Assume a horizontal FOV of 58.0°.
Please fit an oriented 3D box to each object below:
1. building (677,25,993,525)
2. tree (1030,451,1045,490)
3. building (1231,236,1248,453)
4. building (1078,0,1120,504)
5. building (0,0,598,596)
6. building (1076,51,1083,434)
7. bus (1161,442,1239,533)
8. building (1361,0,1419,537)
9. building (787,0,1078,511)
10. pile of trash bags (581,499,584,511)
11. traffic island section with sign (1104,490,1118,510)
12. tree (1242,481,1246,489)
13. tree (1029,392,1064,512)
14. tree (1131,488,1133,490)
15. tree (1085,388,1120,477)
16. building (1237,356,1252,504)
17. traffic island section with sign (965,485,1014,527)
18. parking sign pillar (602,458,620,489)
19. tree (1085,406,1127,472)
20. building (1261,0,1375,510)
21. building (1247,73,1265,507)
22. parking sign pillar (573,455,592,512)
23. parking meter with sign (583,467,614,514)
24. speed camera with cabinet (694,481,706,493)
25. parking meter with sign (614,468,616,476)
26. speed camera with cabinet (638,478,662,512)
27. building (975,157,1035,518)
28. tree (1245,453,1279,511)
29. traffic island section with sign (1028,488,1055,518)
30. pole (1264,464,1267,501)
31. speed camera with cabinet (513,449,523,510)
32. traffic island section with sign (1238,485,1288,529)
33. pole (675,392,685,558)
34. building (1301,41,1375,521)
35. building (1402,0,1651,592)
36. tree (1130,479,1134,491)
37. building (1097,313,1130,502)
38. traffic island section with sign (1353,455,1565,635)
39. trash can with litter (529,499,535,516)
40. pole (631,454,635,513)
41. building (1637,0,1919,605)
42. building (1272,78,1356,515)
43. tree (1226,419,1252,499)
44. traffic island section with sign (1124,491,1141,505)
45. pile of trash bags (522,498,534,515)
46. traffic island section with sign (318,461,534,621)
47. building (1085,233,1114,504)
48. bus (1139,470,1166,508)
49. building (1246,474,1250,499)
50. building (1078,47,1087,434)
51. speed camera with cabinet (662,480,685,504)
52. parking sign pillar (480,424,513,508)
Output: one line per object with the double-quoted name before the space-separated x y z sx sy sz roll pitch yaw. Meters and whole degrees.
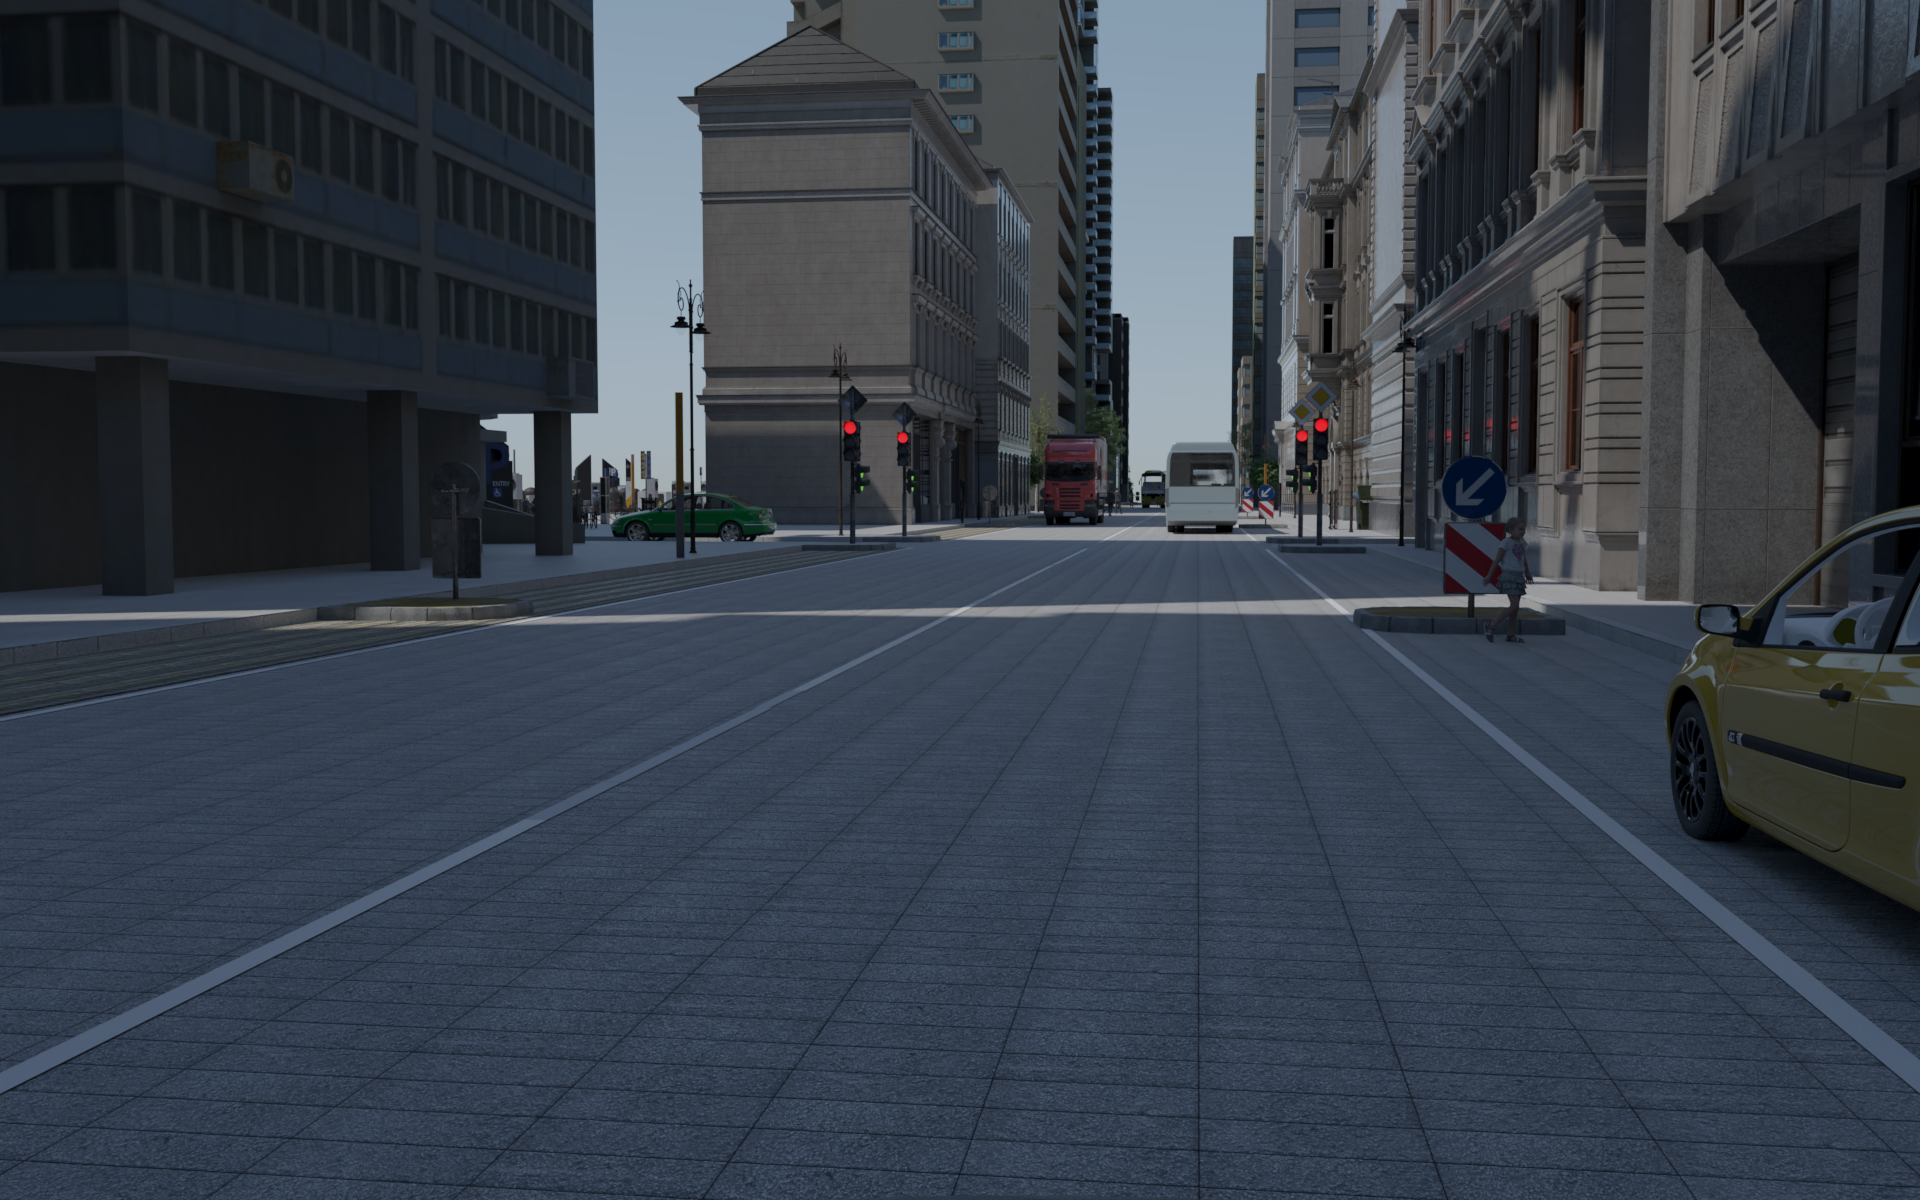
"building" -6.204 -13.575 72.861 10.553 20.767 40.483 0 4 8
"tree" 4.136 -8.012 114.711 4.285 4.588 4.351 0 3 0
"building" 50.174 -36.157 274.768 14.154 41.232 14.086 0 4 8
"building" 12.205 -57.276 249.129 22.319 86.520 31.000 0 4 8
"building" -20.055 -20.755 31.228 23.993 40.220 32.217 0 4 8
"building" 3.513 -28.905 156.185 14.154 41.232 14.086 0 4 8
"bus" 9.332 -4.454 67.680 2.948 3.499 13.247 0 4 7
"building" 22.827 -13.769 54.008 19.941 23.489 11.050 0 4 8
"building" -1.971 -31.501 138.736 21.300 48.544 21.600 0 4 8
"pile of trash bags" -22.057 -5.339 97.047 1.912 1.369 3.447 -1 4 -17
"traffic island section with sign" 15.527 -10.379 178.322 1.989 1.847 2.006 0 4 8
"tree" 35.844 -13.475 214.909 1.663 3.219 1.824 0 3 0
"tree" 5.525 -10.698 125.268 4.737 8.622 4.395 0 3 0
"tree" 27.876 -17.839 286.272 1.663 3.219 1.824 0 3 0
"tree" 13.087 -16.244 183.714 7.486 12.596 7.792 0 3 0
"building" 51.033 -23.510 229.428 27.650 21.520 28.899 0 4 8
"traffic island section with sign" 1.302 -4.042 74.719 1.989 1.847 2.006 0 4 8
"parking sign pillar" -26.355 -8.706 130.820 1.447 3.967 1.447 -3 5 -43
"tree" 16.061 -16.982 203.405 9.928 11.665 9.643 0 3 0
"building" 36.824 -37.128 149.035 21.231 58.520 28.212 0 4 8
"building" 35.996 -29.810 170.982 14.154 41.232 14.086 0 4 8
"parking sign pillar" -25.740 -7.927 118.081 1.447 3.967 1.447 2 4 35
"parking meter with sign" -23.652 -7.130 112.835 1.738 3.016 0.543 0 4 2
"speed camera with cabinet" -17.861 -7.637 119.207 2.038 3.252 0.660 3 5 43
"parking meter with sign" -23.883 -7.339 116.247 1.738 3.016 0.543 2 4 33
"speed camera with cabinet" -17.301 -6.226 96.131 0.660 3.252 2.038 0 4 7
"building" -1.334 -15.451 101.782 9.793 20.994 18.267 0 4 8
"tree" 23.887 -9.269 135.262 4.285 4.588 4.351 0 3 0
"traffic island section with sign" 5.061 -5.720 102.141 1.989 1.847 2.006 0 4 8
"pole" 20.553 -7.506 116.563 0.158 3.312 0.155 0 3 0
"speed camera with cabinet" -20.404 -5.029 76.564 2.038 3.252 0.660 1 4 13
"traffic island section with sign" 12.712 -3.921 72.738 1.989 1.847 2.006 0 4 8
"pole" -5.630 -2.503 34.771 0.158 3.312 0.155 0 3 0
"building" 24.556 -16.349 86.394 14.460 24.649 34.723 0 4 8
"building" 14.639 -11.921 31.071 11.583 22.565 21.152 0 4 8
"tree" 26.745 -18.275 282.505 4.285 4.588 4.351 0 3 0
"building" 19.350 -30.656 272.930 14.160 30.474 14.107 0 4 8
"traffic island section with sign" 5.295 -0.612 18.636 1.989 1.847 2.006 0 4 8
"trash can with litter" -14.250 -2.926 59.235 0.624 1.170 1.055 1 4 11
"pole" -16.737 -5.796 88.600 0.158 3.312 0.155 0 3 0
"building" 12.866 -11.726 9.741 12.078 24.808 19.932 0 4 8
"building" 27.980 -20.075 114.136 13.634 28.700 20.117 0 4 8
"tree" 34.550 -16.808 209.226 7.601 10.594 8.767 1 4 8
"traffic island section with sign" 23.087 -13.746 233.368 1.989 1.847 2.006 0 4 8
"pile of trash bags" -21.933 -4.722 86.955 1.912 1.369 3.447 1 4 18
"traffic island section with sign" -6.146 -0.717 20.357 1.989 1.847 2.006 0 4 8
"building" 3.516 -32.547 224.029 32.217 40.220 23.993 0 4 8
"bus" 20.158 -11.496 179.503 2.896 3.916 12.252 0 4 8
"building" 41.972 -45.834 187.643 20.563 71.187 20.611 0 4 8
"building" 4.982 -31.804 170.108 14.600 45.320 14.200 0 4 8
"speed camera with cabinet" -19.054 -7.295 113.611 2.038 3.252 0.660 2 4 25
"parking sign pillar" -17.429 -4.672 64.853 1.447 3.967 1.447 -3 5 -42
